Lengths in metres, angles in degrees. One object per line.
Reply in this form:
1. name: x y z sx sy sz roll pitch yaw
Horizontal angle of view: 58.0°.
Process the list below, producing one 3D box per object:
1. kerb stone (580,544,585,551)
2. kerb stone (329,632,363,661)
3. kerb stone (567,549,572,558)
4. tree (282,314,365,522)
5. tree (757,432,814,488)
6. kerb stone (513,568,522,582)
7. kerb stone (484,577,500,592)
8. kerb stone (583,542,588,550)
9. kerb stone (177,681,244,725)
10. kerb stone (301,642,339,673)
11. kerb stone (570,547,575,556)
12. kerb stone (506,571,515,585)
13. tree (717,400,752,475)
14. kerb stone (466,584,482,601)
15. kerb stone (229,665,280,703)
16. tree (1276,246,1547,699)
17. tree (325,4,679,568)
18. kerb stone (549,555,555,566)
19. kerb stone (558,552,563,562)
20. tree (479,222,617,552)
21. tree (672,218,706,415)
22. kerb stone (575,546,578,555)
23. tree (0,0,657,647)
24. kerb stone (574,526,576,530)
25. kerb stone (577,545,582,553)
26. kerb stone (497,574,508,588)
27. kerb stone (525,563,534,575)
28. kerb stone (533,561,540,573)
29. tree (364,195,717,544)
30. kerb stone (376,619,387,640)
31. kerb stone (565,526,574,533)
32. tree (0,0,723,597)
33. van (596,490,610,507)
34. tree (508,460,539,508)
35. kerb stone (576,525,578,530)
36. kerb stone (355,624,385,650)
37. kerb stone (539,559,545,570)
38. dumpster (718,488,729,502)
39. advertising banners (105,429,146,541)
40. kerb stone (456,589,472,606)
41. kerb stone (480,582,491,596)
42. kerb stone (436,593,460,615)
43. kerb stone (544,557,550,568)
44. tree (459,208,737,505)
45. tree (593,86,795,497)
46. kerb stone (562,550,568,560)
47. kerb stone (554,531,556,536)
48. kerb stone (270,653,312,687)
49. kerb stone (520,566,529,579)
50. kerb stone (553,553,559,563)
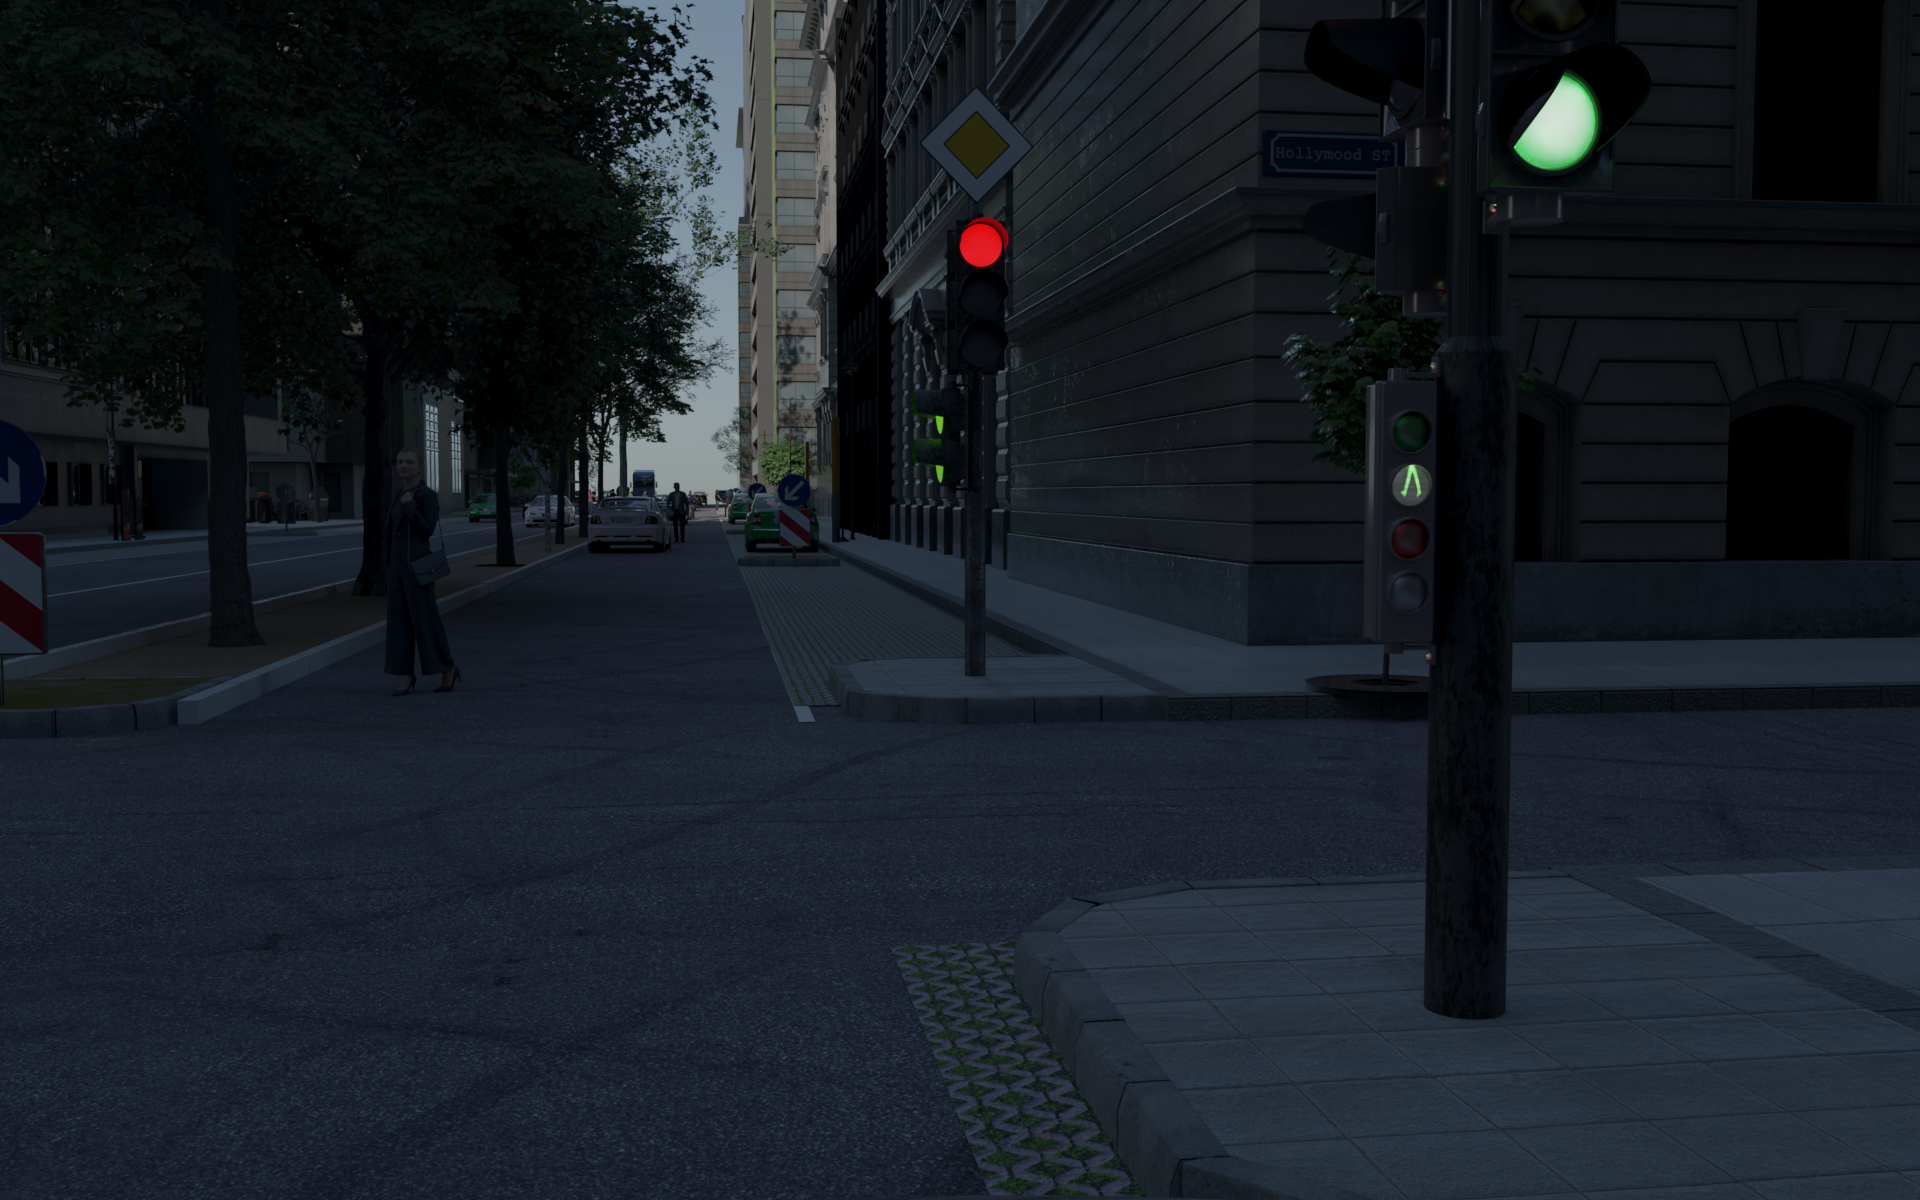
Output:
1. kerb stone: -9.408 -1.252 42.670 0.120 0.150 1.000 -1 4 -8
2. kerb stone: -5.461 0.421 15.315 0.120 0.150 1.000 -1 4 -8
3. kerb stone: -8.819 -1.005 38.625 0.120 0.150 1.000 -1 4 -8
4. tree: -29.216 -8.792 78.160 7.601 10.594 8.767 2 4 35
5. tree: -9.197 -6.605 91.704 4.285 4.588 4.351 0 3 0
6. kerb stone: -7.358 -0.382 28.490 0.120 0.150 1.000 -1 4 -8
7. kerb stone: -6.921 -0.199 25.448 0.120 0.150 1.000 -1 4 -8
8. kerb stone: -9.554 -1.314 43.687 0.120 0.150 1.000 -1 4 -8
9. kerb stone: -4.873 0.670 11.264 0.120 0.150 1.000 -1 4 -8
10. kerb stone: -5.316 0.483 14.303 0.120 0.150 1.000 -1 4 -8
11. kerb stone: -8.975 -1.067 39.635 0.120 0.150 1.000 -1 4 -8
12. kerb stone: -7.218 -0.321 27.477 0.120 0.150 1.000 -1 4 -8
13. tree: -20.071 -14.429 170.332 8.767 10.594 7.601 -2 4 -28
14. kerb stone: -6.631 -0.075 23.420 0.120 0.150 1.000 -1 4 -8
15. kerb stone: -5.023 0.607 12.274 0.120 0.150 1.000 -1 4 -8
16. tree: 2.924 -1.018 11.239 1.663 3.219 1.824 0 3 0
17. tree: -9.070 -6.461 33.855 9.928 11.665 9.643 0 3 0
18. kerb stone: -8.241 -0.754 34.568 0.120 0.150 1.000 -1 4 -8
19. kerb stone: -8.539 -0.881 36.596 0.120 0.150 1.000 -1 4 -8
20. tree: -10.192 -5.486 42.514 4.737 8.622 4.395 0 3 0
21. tree: -12.170 -8.291 56.139 7.486 12.596 7.792 0 3 0
22. kerb stone: -9.117 -1.128 40.647 0.120 0.150 1.000 -1 4 -8
23. tree: -6.664 -5.805 15.498 7.486 12.596 7.792 0 3 0
24. kerb stone: -15.013 -2.723 66.764 0.120 0.150 1.000 -1 4 -8
25. kerb stone: -9.261 -1.182 41.659 0.120 0.150 1.000 -1 4 -8
26. kerb stone: -7.066 -0.260 26.467 0.120 0.150 1.000 -1 4 -8
27. kerb stone: -7.656 -0.509 30.512 0.120 0.150 1.000 -1 4 -8
28. kerb stone: -7.804 -0.570 31.523 0.120 0.150 1.000 -1 4 -8
29. tree: -11.362 -6.834 48.608 8.767 10.594 7.601 -1 4 -8
30. kerb stone: -5.756 0.297 17.341 0.120 0.150 1.000 -1 4 -8
31. kerb stone: -14.859 -2.659 65.743 0.120 0.150 1.000 -1 4 -8
32. tree: -8.160 -6.394 24.000 9.611 12.733 9.660 0 3 0
33. van: -37.197 -10.665 181.382 2.013 2.044 4.112 -1 4 -10
34. tree: -40.388 -10.743 159.363 4.285 4.588 4.351 0 3 0
35. kerb stone: -15.152 -2.786 67.778 0.120 0.150 1.000 -1 4 -8
36. kerb stone: -5.606 0.359 16.327 0.120 0.150 1.000 -1 4 -8
37. kerb stone: -7.954 -0.633 32.539 0.120 0.150 1.000 -1 4 -8
38. dumpster: -33.087 -14.454 241.271 1.985 2.255 1.502 0 4 -8
39. advertising banners: -22.848 -3.132 47.403 0.090 3.025 2.074 0 4 0
40. kerb stone: -6.484 -0.011 22.408 0.120 0.150 1.000 -1 4 -8
41. kerb stone: -6.780 -0.124 24.431 0.120 0.150 1.000 -1 4 -8
42. kerb stone: -6.337 0.049 21.388 0.120 0.150 1.000 -1 4 -8
43. kerb stone: -8.093 -0.695 33.556 0.120 0.150 1.000 -1 4 -8
44. tree: -13.725 -9.357 65.817 12.009 13.543 11.850 0 3 0
45. tree: -14.246 -13.495 78.996 12.611 20.169 13.585 0 3 0
46. kerb stone: -8.676 -0.940 37.611 0.120 0.150 1.000 -1 4 -8
47. kerb stone: -13.983 -2.290 59.641 0.120 0.150 1.000 -1 4 -8
48. kerb stone: -5.170 0.545 13.286 0.120 0.150 1.000 -1 4 -8
49. kerb stone: -7.500 -0.444 29.502 0.120 0.150 1.000 -1 4 -8
50. kerb stone: -8.389 -0.817 35.585 0.120 0.150 1.000 -1 4 -8
